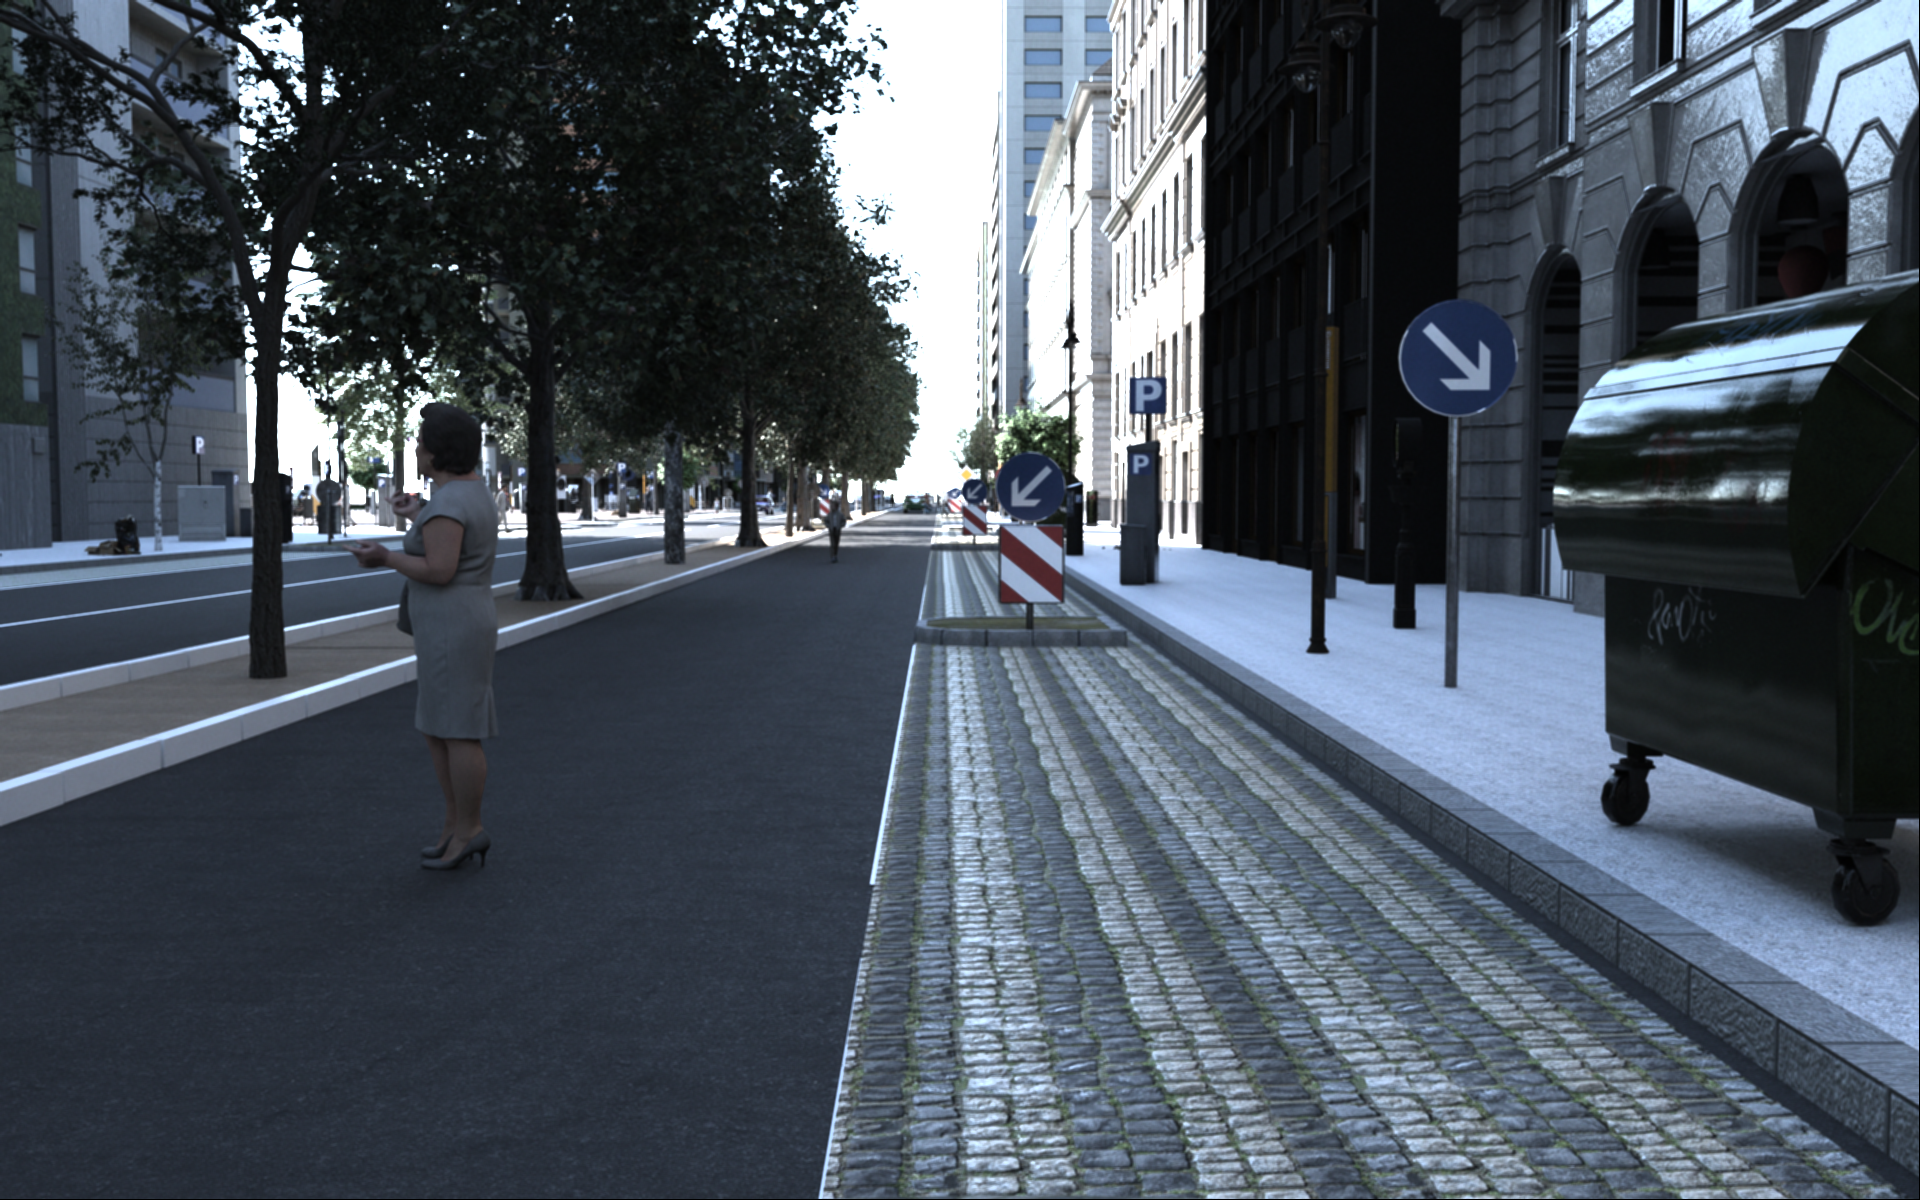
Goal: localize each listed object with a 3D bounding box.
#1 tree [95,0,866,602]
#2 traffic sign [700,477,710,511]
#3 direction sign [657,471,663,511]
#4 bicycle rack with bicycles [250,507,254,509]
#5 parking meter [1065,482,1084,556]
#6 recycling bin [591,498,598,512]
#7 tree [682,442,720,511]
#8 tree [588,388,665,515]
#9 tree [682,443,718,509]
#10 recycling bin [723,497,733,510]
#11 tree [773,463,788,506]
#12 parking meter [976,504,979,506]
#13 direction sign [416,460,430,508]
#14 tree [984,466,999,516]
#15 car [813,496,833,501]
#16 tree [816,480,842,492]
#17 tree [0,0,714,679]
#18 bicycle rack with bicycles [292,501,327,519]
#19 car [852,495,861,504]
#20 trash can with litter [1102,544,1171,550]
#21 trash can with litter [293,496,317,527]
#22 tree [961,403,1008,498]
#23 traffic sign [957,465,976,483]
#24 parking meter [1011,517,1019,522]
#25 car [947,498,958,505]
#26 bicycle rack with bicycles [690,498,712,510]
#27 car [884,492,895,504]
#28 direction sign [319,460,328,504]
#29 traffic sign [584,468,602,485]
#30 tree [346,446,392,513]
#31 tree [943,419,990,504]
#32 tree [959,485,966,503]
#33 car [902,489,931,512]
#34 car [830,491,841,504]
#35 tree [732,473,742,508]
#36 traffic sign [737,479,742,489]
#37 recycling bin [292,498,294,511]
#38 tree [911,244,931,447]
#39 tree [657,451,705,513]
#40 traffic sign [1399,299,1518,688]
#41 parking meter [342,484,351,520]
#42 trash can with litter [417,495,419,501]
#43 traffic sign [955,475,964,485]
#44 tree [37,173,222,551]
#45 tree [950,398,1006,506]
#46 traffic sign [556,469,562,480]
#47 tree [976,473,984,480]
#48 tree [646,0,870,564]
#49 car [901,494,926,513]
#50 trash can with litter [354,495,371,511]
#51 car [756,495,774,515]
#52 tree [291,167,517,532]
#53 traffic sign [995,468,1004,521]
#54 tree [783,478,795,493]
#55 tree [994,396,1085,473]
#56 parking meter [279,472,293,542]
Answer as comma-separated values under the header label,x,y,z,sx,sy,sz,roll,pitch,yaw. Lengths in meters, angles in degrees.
label,x,y,z,sx,sy,sz,roll,pitch,yaw
tree,-5.622,-6.331,22.976,9.611,12.733,9.660,0,3,0
traffic sign,-19.161,-7.938,129.886,0.768,2.556,0.104,0,4,6
direction sign,-23.310,-8.735,134.817,0.876,3.537,0.379,2,4,26
bicycle rack with bicycles,-36.410,-4.431,85.834,2.925,0.926,2.852,-1,4,-21
parking meter,2.401,-1.705,36.284,0.372,1.533,0.369,0,3,0
recycling bin,-26.730,-6.910,125.531,0.722,1.027,0.722,3,4,36
tree,-20.092,-11.224,133.877,4.737,8.622,4.395,0,3,0
tree,-18.820,-11.995,106.484,12.009,13.543,11.850,0,3,0
tree,-22.222,-12.068,147.669,4.360,8.622,3.978,0,3,0
recycling bin,-19.220,-7.990,143.184,0.722,1.027,0.722,-2,4,-26
tree,-19.394,-14.566,188.510,4.737,8.622,4.395,0,3,0
parking meter,1.197,-7.375,128.988,0.372,1.533,0.369,0,3,0
direction sign,-31.580,-6.722,101.897,0.876,3.537,0.379,1,4,12
tree,2.777,-6.603,102.565,1.663,3.219,1.824,0,3,0
car,-9.912,-6.912,125.596,1.945,1.354,3.894,0,4,1
tree,-21.469,-18.039,278.652,4.285,4.588,4.351,0,3,0
tree,-5.401,-4.644,12.800,8.767,10.594,7.601,0,4,-1
bicycle rack with bicycles,-34.504,-4.763,91.254,2.925,0.926,2.852,-3,4,-36
car,-15.025,-14.989,257.428,2.083,1.381,4.827,0,4,-3
trash can with litter,4.178,-1.808,40.619,1.678,1.210,2.233,1,4,11
trash can with litter,-25.973,-3.490,68.126,1.678,1.210,2.233,1,4,16
tree,2.685,-11.400,136.745,4.737,8.622,4.395,0,3,0
traffic sign,0.280,-4.087,69.020,0.795,2.593,0.064,0,4,-1
parking meter,2.500,-4.491,79.141,0.399,1.863,0.255,-1,4,-10
car,-1.190,-11.138,194.110,2.014,1.417,4.499,0,4,-1
bicycle rack with bicycles,-22.022,-7.845,141.655,2.852,0.926,2.925,-3,5,-41
car,-10.765,-15.526,263.641,2.009,1.686,4.222,0,4,-1
direction sign,-42.382,-7.544,115.341,0.876,3.537,0.379,-3,4,-37
traffic sign,-16.302,-4.566,76.842,0.795,2.593,0.064,0,4,-1
tree,-40.488,-8.229,118.254,4.285,4.588,4.351,0,3,0
tree,1.290,-18.924,235.158,9.928,11.665,9.643,0,3,0
tree,0.785,-16.228,259.931,1.663,3.219,1.824,0,3,0
car,-3.466,-7.934,138.386,2.281,1.827,5.304,0,4,-2
car,-14.914,-12.553,213.909,2.281,1.827,5.304,0,4,-2
tree,-20.178,-10.074,159.316,1.663,3.219,1.824,0,3,0
traffic sign,-19.000,-9.216,150.780,0.768,2.556,0.104,0,4,1
recycling bin,-48.113,-6.848,124.515,0.722,1.027,0.722,0,4,6
tree,-5.712,-7.772,46.539,9.611,12.733,9.660,0,3,0
tree,-19.318,-8.303,119.474,4.285,4.588,4.351,0,3,0
traffic sign,3.262,-0.693,11.432,0.768,2.556,0.104,0,4,3
parking meter,-30.657,-4.942,86.511,0.399,1.863,0.255,3,4,38
trash can with litter,-42.341,-7.496,133.612,1.678,1.210,2.233,2,4,30
traffic sign,0.191,-4.576,77.004,0.795,2.593,0.064,0,4,-1
tree,-18.240,-5.420,38.981,4.360,8.622,3.978,0,3,0
tree,1.826,-11.116,132.116,4.360,8.622,3.978,0,3,0
traffic sign,-16.213,-4.078,68.857,0.795,2.593,0.064,0,4,-1
tree,2.000,-8.964,141.158,1.663,3.219,1.824,0,3,0
tree,-4.605,-10.740,33.950,12.611,20.169,13.585,0,3,0
car,-3.388,-7.303,131.210,2.131,1.459,4.920,0,4,-2
trash can with litter,-44.379,-7.194,128.673,1.678,1.210,2.233,3,5,41
car,-13.928,-6.581,120.181,1.945,1.354,3.894,0,4,0
tree,-18.617,-8.561,58.100,7.486,12.596,7.792,0,3,0
traffic sign,2.091,-5.122,83.850,0.768,2.556,0.104,0,4,6
tree,-20.532,-13.027,207.589,1.663,3.219,1.824,0,3,0
tree,2.600,-4.536,57.874,4.285,4.588,4.351,0,3,0
parking meter,-18.196,-2.505,46.661,0.255,1.863,0.399,1,4,13
